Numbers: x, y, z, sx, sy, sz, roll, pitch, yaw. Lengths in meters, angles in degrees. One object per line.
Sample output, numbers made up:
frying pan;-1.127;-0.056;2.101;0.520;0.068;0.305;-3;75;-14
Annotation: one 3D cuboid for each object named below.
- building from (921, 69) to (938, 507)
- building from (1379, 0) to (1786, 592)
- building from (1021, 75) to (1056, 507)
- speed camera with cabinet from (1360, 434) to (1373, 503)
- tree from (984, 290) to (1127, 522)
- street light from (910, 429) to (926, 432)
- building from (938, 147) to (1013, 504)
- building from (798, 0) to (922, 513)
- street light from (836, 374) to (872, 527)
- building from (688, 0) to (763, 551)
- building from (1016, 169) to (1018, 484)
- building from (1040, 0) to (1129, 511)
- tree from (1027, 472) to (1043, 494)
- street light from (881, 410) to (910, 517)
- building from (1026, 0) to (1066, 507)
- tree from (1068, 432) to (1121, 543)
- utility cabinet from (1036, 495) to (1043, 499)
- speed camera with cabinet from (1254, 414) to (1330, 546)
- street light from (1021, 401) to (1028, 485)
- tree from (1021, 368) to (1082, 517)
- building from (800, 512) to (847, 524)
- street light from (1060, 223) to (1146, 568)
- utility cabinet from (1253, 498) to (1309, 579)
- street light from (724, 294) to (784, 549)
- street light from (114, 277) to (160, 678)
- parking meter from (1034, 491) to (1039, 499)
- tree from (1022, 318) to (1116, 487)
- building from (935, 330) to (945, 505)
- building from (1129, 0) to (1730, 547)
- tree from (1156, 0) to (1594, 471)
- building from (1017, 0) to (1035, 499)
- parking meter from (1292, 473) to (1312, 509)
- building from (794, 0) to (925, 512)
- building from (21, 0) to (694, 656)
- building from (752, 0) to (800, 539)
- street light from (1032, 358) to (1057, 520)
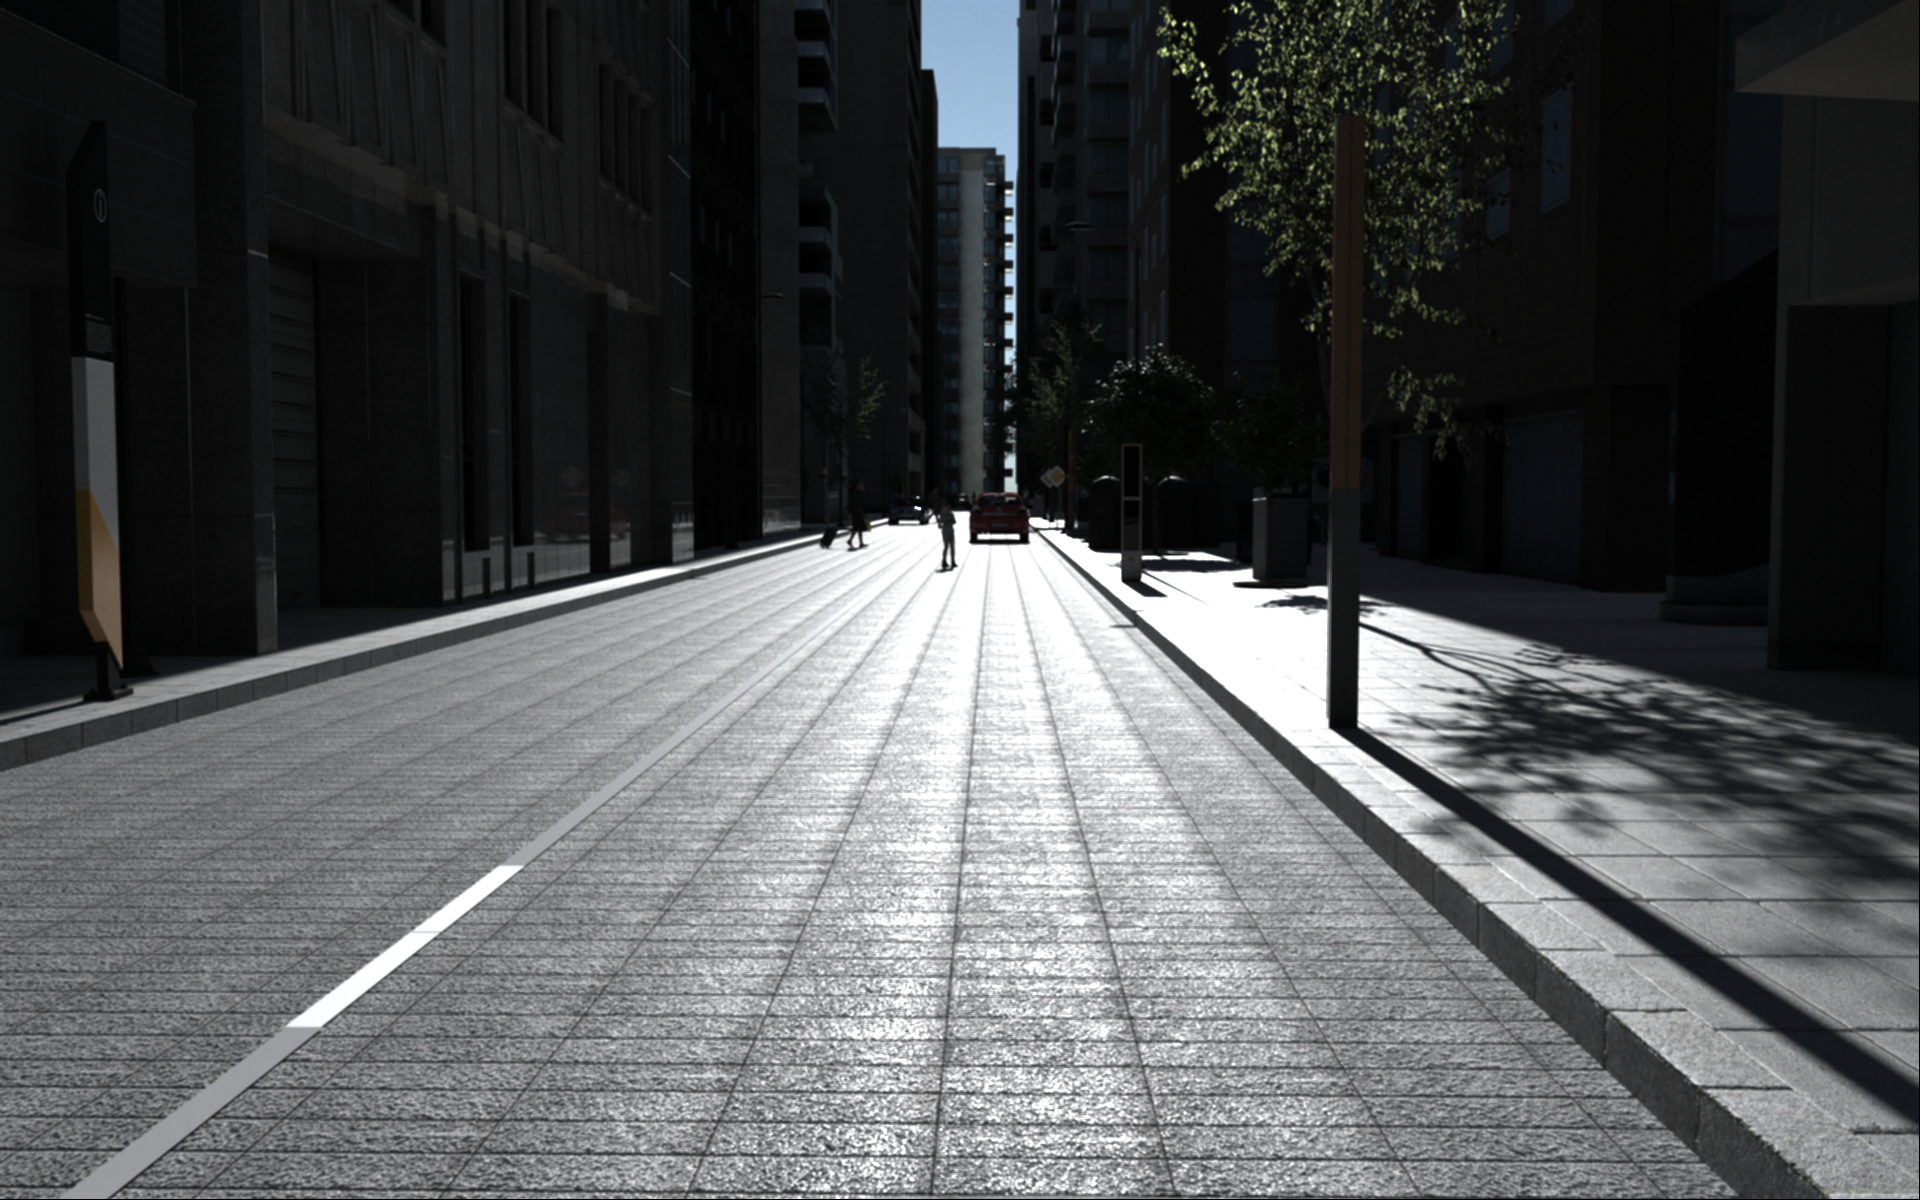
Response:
building;-9.414;-32.418;180.142;14.600;45.320;14.200;0;4;1
building;15.103;-23.098;27.759;14.600;45.320;14.200;0;4;1
building;13.816;-32.551;182.323;14.600;45.320;14.200;0;4;1
speed camera with cabinet;10.837;-3.042;44.073;2.038;3.252;0.660;0;4;6
tree;4.511;-8.847;79.063;7.601;10.594;8.767;1;4;22
street light;-3.089;-9.220;123.293;1.470;5.913;1.316;0;4;1
building;-8.002;-37.775;237.228;30.456;49.044;23.786;0;4;1
building;-13.849;-30.581;123.708;21.300;48.544;21.600;0;4;1
street light;-4.108;-5.799;67.355;1.470;5.913;1.316;0;4;1
building;-11.929;-12.919;40.902;12.332;23.373;15.834;0;4;1
building;14.675;-35.584;231.914;14.200;45.320;14.600;0;4;1
building;18.044;-30.986;126.236;23.786;49.044;30.456;0;4;1
tree;6.534;-9.262;146.035;1.663;3.219;1.824;0;3;0
street light;-3.658;-7.524;95.564;1.470;5.913;1.316;0;4;1
building;20.641;-34.961;160.857;28.713;52.752;27.495;0;4;1
tree;3.623;-3.128;45.750;1.663;3.219;1.824;0;3;0
utility cabinet;5.124;-6.118;111.195;0.306;1.237;1.020;0;4;-6
speed camera with cabinet;8.224;-2.936;42.334;2.038;3.252;0.660;-1;4;-16
street light;3.704;-6.946;86.104;1.470;5.913;1.316;0;4;1
tree;5.431;-8.998;97.486;4.737;8.622;4.395;0;3;0
building;-16.626;-47.443;88.361;22.319;86.520;31.000;0;4;1
street light;2.499;-3.502;29.804;1.470;5.913;1.316;0;4;1
utility cabinet;4.883;-0.934;26.429;1.020;1.237;0.306;-3;5;-42
street light;-4.790;-4.148;40.364;1.470;5.913;1.316;0;4;1
street light;-5.319;-2.416;12.045;1.470;5.913;1.316;0;4;1
parking meter;5.917;-7.655;133.568;0.372;1.533;0.369;0;3;0
tree;4.801;-7.423;71.728;4.360;8.622;3.978;0;3;0
building;-16.607;-22.055;205.634;28.899;21.520;27.650;0;4;1
building;12.476;-24.520;51.015;14.600;45.320;14.200;0;4;1
tree;3.948;-4.108;17.521;4.360;8.622;3.978;0;3;0
building;17.285;-40.444;203.255;21.231;58.520;28.212;0;4;1
parking meter;7.013;-1.826;35.567;0.399;1.863;0.255;1;4;10
building;-14.126;-51.605;156.417;22.319;86.520;31.000;0;4;1
building;-11.363;-12.536;22.994;12.078;24.808;19.932;0;4;1
building;-13.981;-12.171;53.748;16.860;20.320;10.420;0;4;1
street light;3.152;-5.303;59.249;1.470;5.913;1.316;0;4;1
